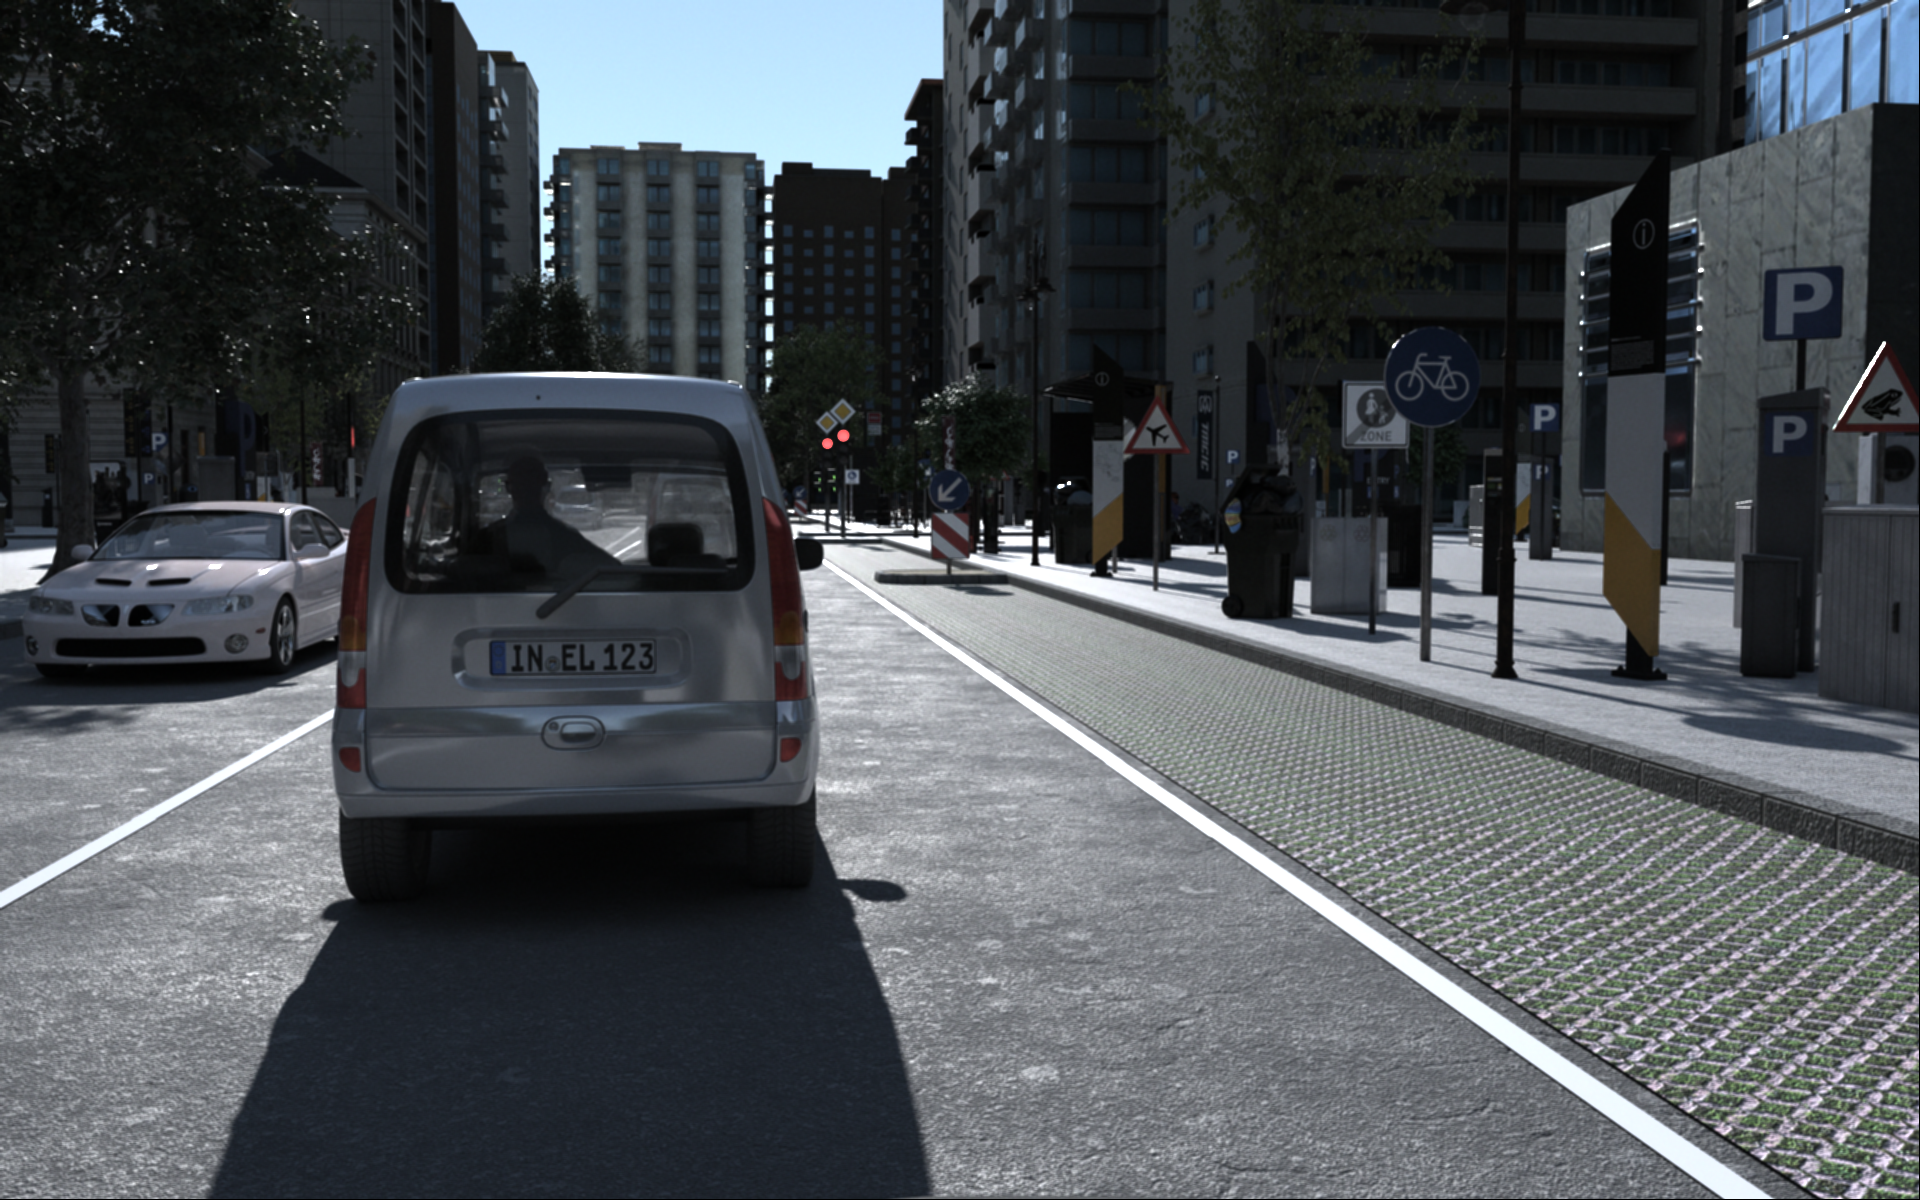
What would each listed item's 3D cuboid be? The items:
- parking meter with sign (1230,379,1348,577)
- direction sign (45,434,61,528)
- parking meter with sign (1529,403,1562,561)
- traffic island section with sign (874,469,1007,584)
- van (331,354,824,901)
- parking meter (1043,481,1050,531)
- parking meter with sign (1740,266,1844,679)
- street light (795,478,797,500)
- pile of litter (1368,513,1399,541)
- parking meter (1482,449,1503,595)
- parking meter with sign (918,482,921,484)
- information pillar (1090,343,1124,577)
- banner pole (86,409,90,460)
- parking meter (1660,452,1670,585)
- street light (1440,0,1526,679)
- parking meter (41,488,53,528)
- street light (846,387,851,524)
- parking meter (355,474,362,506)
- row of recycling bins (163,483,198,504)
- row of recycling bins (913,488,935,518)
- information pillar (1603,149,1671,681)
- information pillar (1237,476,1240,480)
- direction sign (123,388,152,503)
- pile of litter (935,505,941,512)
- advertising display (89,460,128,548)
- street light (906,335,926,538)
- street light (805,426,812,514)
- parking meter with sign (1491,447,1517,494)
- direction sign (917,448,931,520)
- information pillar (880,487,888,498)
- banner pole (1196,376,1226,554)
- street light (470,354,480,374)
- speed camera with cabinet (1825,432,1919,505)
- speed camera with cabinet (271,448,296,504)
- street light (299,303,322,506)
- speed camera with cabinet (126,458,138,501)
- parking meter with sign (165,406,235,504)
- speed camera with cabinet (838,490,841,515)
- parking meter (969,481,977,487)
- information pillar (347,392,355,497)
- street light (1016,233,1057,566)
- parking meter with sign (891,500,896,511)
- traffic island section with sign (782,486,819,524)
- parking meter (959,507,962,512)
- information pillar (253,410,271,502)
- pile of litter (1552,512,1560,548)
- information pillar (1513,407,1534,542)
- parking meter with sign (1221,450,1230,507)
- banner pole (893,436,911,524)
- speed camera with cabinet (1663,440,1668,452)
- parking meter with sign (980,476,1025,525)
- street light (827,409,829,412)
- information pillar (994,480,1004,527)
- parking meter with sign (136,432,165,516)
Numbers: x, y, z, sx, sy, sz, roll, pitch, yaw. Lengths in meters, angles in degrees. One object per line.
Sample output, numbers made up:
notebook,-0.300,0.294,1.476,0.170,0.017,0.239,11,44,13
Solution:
parking meter with sign,5.173,-1.881,27.014,1.738,3.016,0.543,2,4,29
direction sign,-34.247,-4.510,65.733,0.876,3.537,0.379,0,4,3
parking meter with sign,11.482,-2.315,34.106,0.543,3.016,1.738,1,4,19
traffic island section with sign,-0.371,-1.200,28.242,1.989,1.847,2.006,0,4,-8
van,-1.557,-0.034,7.561,2.013,2.044,4.112,-1,4,-9
parking meter,3.014,-3.316,59.921,0.399,1.863,0.255,0,4,5
parking meter with sign,6.088,-1.007,12.728,0.543,3.016,1.738,2,4,30
street light,-12.607,-9.798,132.993,0.468,5.910,1.993,0,4,-8
pile of litter,9.876,-1.603,40.178,1.176,0.858,1.719,3,5,43
parking meter,6.803,-1.000,22.069,0.255,1.863,0.399,1,4,15
parking meter with sign,-2.286,-6.372,100.441,0.543,3.016,1.738,0,4,6
information pillar,2.284,-2.172,26.867,0.504,3.616,0.183,0,4,8
banner pole,-22.477,-3.331,44.471,0.401,3.779,0.863,0,4,-6
parking meter,9.856,-1.152,24.541,0.255,1.863,0.399,0,4,3
street light,3.810,-2.395,11.943,0.468,5.910,1.993,0,4,-8
parking meter,-35.020,-3.549,66.435,0.372,1.533,0.369,0,3,0
street light,-4.830,-6.245,74.898,0.468,5.910,1.993,0,4,-8
parking meter,-17.177,-2.698,49.825,0.399,1.863,0.255,2,4,24
row of recycling bins,-29.340,-3.664,67.013,3.534,1.692,1.069,-3,5,-39
row of recycling bins,-1.965,-5.263,93.162,1.069,1.692,3.534,0,4,6
information pillar,4.710,-1.266,12.056,0.183,3.616,0.504,-1,4,-21
information pillar,11.153,-3.970,69.393,0.304,2.012,0.304,2,4,34
direction sign,-17.508,-2.749,36.941,0.876,3.537,0.379,2,4,30
pile of litter,-0.745,-4.183,82.355,1.176,0.858,1.719,2,4,34
advertising display,-16.330,-1.705,33.087,0.974,1.923,0.123,1,4,19
street light,-1.288,-4.749,50.431,0.468,5.910,1.993,0,4,-8
street light,-9.925,-8.643,114.103,0.468,5.910,1.993,0,4,-8
parking meter with sign,20.631,-4.173,64.490,1.738,3.016,0.543,-1,4,-18
direction sign,-1.821,-5.759,86.153,0.876,3.537,0.379,-3,4,-38
information pillar,-3.836,-5.053,87.115,0.304,2.012,0.304,2,4,35
banner pole,5.316,-2.863,36.825,0.863,3.779,0.401,-3,4,-38
street light,-15.994,-5.169,57.297,0.468,5.910,1.993,0,4,-8
speed camera with cabinet,13.232,-1.940,26.050,2.038,3.252,0.660,0,4,8
speed camera with cabinet,-27.489,-4.709,71.334,2.038,3.252,0.660,2,4,33
street light,-12.616,-3.696,33.219,0.468,5.910,1.993,0,4,-8
speed camera with cabinet,-33.299,-4.495,67.829,2.038,3.252,0.660,0,4,0
parking meter with sign,-14.792,-2.338,34.482,1.738,3.016,0.543,-2,4,-25
speed camera with cabinet,-7.380,-7.006,108.879,0.660,3.252,2.038,0,4,-4
parking meter,0.348,-2.665,49.276,0.399,1.863,0.255,-2,4,-30
information pillar,-14.067,-2.978,40.043,0.183,3.616,0.504,-1,4,-12
street light,1.349,-3.554,30.890,0.468,5.910,1.993,0,4,-8
parking meter with sign,-5.737,-8.395,133.520,1.738,3.016,0.543,1,4,18
traffic island section with sign,-7.854,-4.592,83.712,1.989,1.847,2.006,0,4,-8
parking meter,0.105,-3.913,72.388,0.372,1.533,0.369,0,3,0
information pillar,-19.574,-3.497,48.533,0.504,3.616,0.183,-2,4,-26
pile of litter,14.595,-1.691,41.618,1.176,0.858,1.719,0,4,3
information pillar,15.147,-3.372,46.487,0.183,3.616,0.504,-2,4,-32
parking meter with sign,10.538,-4.367,67.666,0.543,3.016,1.738,1,4,17
banner pole,-2.403,-5.186,74.803,0.401,3.779,0.863,3,5,43
speed camera with cabinet,21.911,-3.622,53.563,0.660,3.252,2.038,2,4,27
parking meter with sign,1.832,-4.570,70.975,1.738,3.016,0.543,-2,4,-28
street light,-7.214,-7.445,94.511,0.468,5.910,1.993,0,4,-8
information pillar,1.516,-3.830,67.110,0.304,2.012,0.304,2,4,34
parking meter with sign,-22.395,-3.162,47.961,0.543,3.016,1.738,-1,4,-10
